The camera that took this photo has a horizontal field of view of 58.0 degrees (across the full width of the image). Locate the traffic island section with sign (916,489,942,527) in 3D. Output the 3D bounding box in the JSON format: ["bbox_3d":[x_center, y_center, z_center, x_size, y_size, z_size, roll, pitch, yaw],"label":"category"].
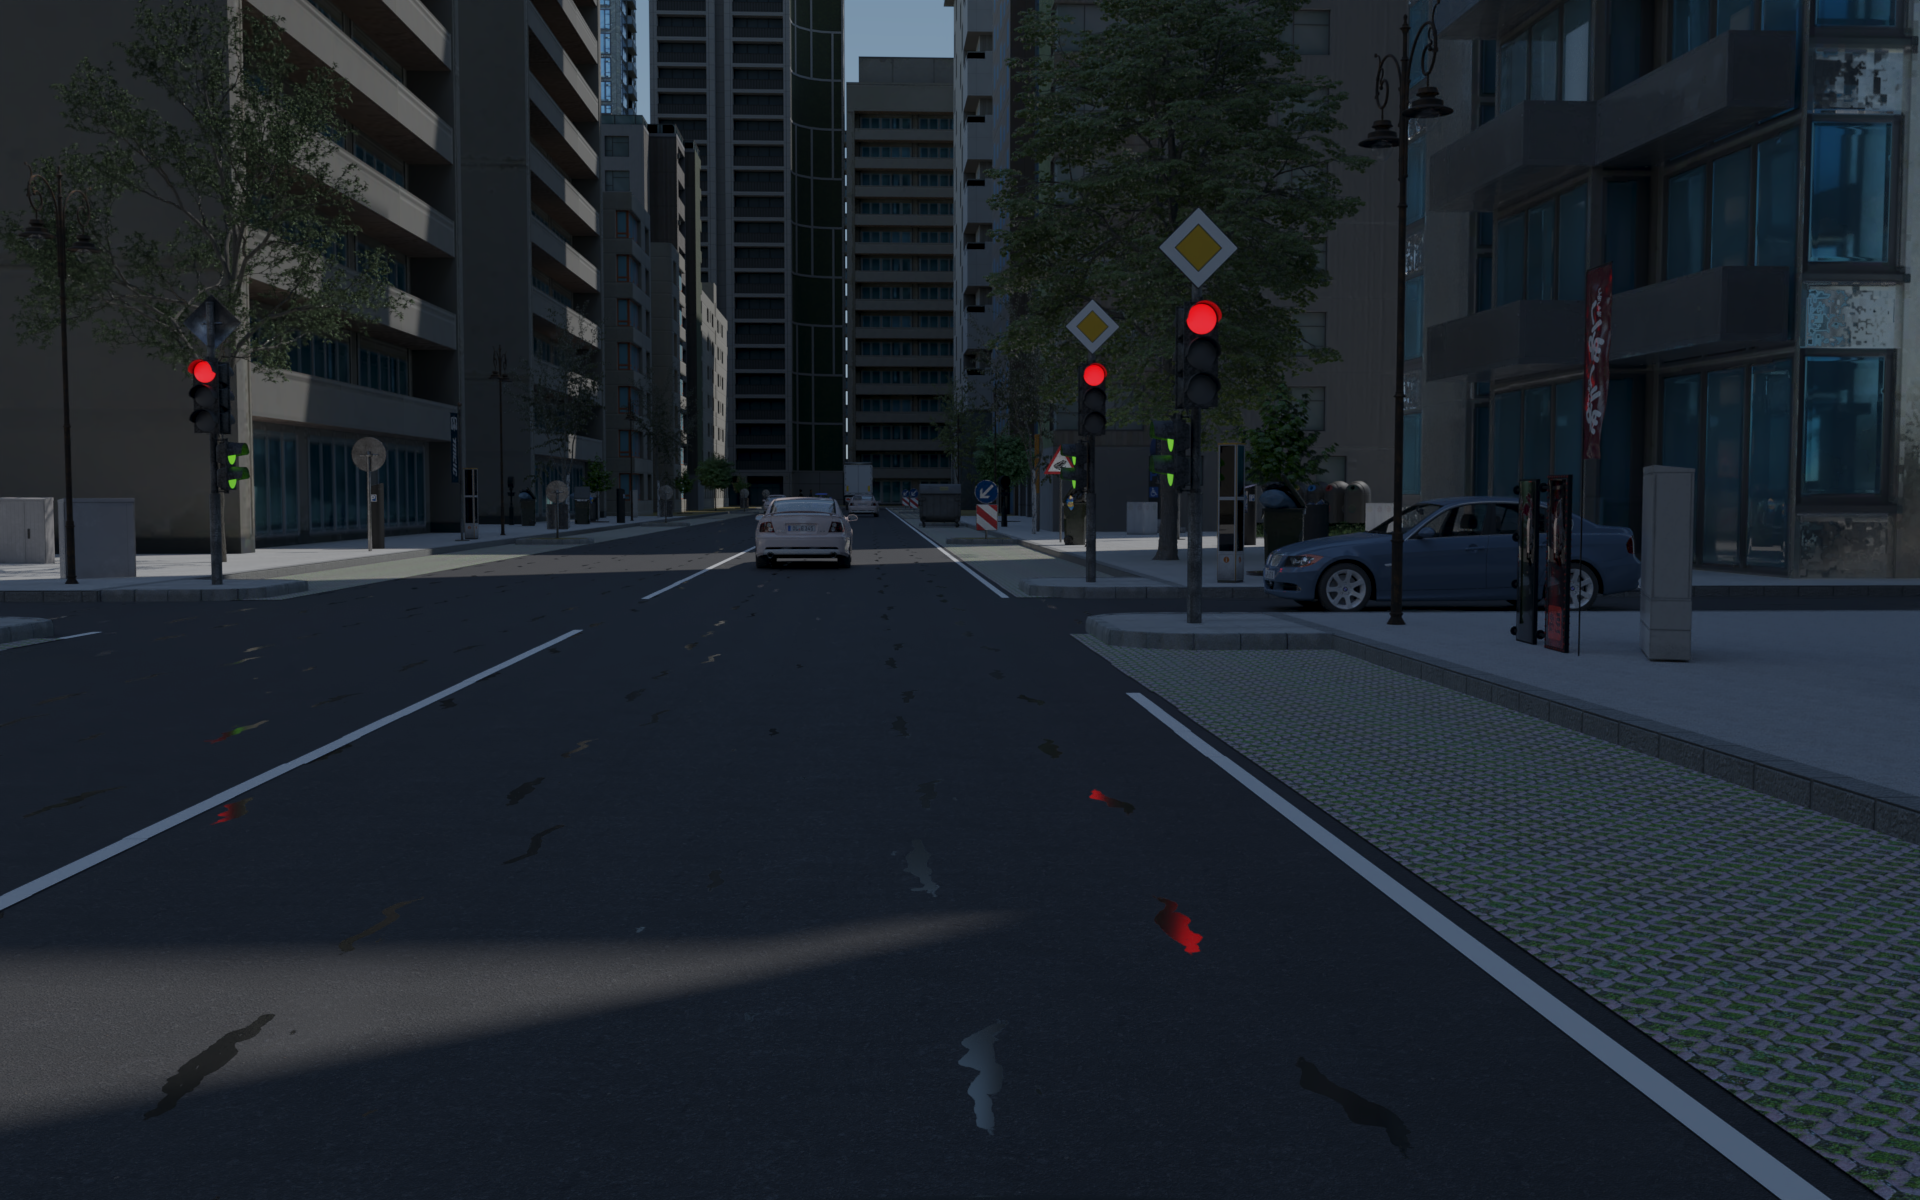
[{"bbox_3d":[-0.829,-4.170,76.815,1.989,1.847,2.006,0,4,-3],"label":"traffic island section with sign"}]

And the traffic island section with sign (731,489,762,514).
[{"bbox_3d":[-15.649,-7.190,126.182,1.989,1.847,2.006,0,4,-3],"label":"traffic island section with sign"}]

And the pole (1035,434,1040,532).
[{"bbox_3d":[2.637,-3.996,59.177,0.158,3.312,0.155,0,3,0],"label":"pole"}]

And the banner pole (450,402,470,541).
[{"bbox_3d":[-13.625,-3.482,46.951,0.401,3.779,0.863,0,4,8],"label":"banner pole"}]

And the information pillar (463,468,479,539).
[{"bbox_3d":[-13.836,-2.722,49.001,0.304,2.012,0.304,0,4,7],"label":"information pillar"}]

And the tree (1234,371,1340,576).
[{"bbox_3d":[5.190,-2.005,27.381,1.663,3.219,1.824,0,3,0],"label":"tree"}]

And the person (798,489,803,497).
[{"bbox_3d":[-14.103,-8.861,153.003,0.705,1.869,1.348,1,4,18],"label":"person"}]

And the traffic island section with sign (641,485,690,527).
[{"bbox_3d":[-13.015,-4.166,76.735,1.989,1.847,2.006,0,4,-3],"label":"traffic island section with sign"}]

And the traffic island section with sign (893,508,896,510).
[{"bbox_3d":[-4.955,-8.885,153.898,1.989,1.847,2.006,0,4,-3],"label":"traffic island section with sign"}]

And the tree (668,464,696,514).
[{"bbox_3d":[-17.958,-7.267,113.418,1.663,3.219,1.824,0,3,0],"label":"tree"}]

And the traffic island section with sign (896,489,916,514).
[{"bbox_3d":[-3.498,-7.230,126.839,1.989,1.847,2.006,0,4,-3],"label":"traffic island section with sign"}]

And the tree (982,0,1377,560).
[{"bbox_3d":[4.094,-7.075,33.809,7.486,12.596,7.792,0,3,0],"label":"tree"}]

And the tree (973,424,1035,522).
[{"bbox_3d":[2.060,-5.908,80.317,4.285,4.588,4.351,0,3,0],"label":"tree"}]

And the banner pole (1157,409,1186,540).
[{"bbox_3d":[5.916,-3.583,48.600,0.863,3.779,0.401,1,4,18],"label":"banner pole"}]

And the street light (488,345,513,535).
[{"bbox_3d":[-14.223,-4.949,53.709,0.468,5.910,1.993,0,4,-3],"label":"street light"}]

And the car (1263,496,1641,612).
[{"bbox_3d":[6.010,-0.573,21.377,4.499,1.417,2.014,0,4,-3],"label":"car"}]

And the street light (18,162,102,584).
[{"bbox_3d":[-12.680,-3.166,24.546,0.468,5.910,1.993,0,4,-3],"label":"street light"}]

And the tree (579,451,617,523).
[{"bbox_3d":[-16.503,-5.119,78.296,1.663,3.219,1.824,0,3,0],"label":"tree"}]

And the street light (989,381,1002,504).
[{"bbox_3d":[1.449,-6.008,71.023,0.468,5.910,1.993,0,4,-3],"label":"street light"}]

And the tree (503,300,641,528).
[{"bbox_3d":[-15.071,-7.061,65.812,4.360,8.622,3.978,0,3,0],"label":"tree"}]

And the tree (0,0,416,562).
[{"bbox_3d":[-14.056,-5.969,32.004,8.767,10.594,7.601,1,4,11],"label":"tree"}]

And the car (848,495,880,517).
[{"bbox_3d":[-6.044,-5.899,108.816,2.083,1.381,4.827,0,4,-2],"label":"car"}]

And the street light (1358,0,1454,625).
[{"bbox_3d":[4.291,-2.696,16.861,0.468,5.910,1.993,0,4,-3],"label":"street light"}]

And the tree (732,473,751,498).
[{"bbox_3d":[-19.897,-9.884,156.203,1.663,3.219,1.824,0,3,0],"label":"tree"}]

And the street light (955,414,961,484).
[{"bbox_3d":[-0.103,-7.774,99.890,0.468,5.910,1.993,0,4,-3],"label":"street light"}]

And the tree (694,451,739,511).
[{"bbox_3d":[-18.449,-9.024,131.249,4.285,4.588,4.351,0,3,0],"label":"tree"}]

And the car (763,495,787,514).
[{"bbox_3d":[-13.619,-7.125,128.856,2.083,1.381,4.827,0,4,-4],"label":"car"}]

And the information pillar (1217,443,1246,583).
[{"bbox_3d":[3.917,-1.256,25.030,0.304,2.012,0.304,2,4,33],"label":"information pillar"}]

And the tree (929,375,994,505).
[{"bbox_3d":[0.013,-9.545,106.426,4.737,8.622,4.395,0,3,0],"label":"tree"}]

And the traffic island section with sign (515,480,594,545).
[{"bbox_3d":[-11.560,-2.507,49.612,1.989,1.847,2.006,0,4,-3],"label":"traffic island section with sign"}]

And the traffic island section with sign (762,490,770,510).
[{"bbox_3d":[-17.100,-8.841,153.171,1.989,1.847,2.006,0,4,-3],"label":"traffic island section with sign"}]

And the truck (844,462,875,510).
[{"bbox_3d":[-9.199,-10.339,157.960,2.839,4.237,11.283,0,4,-3],"label":"truck"}]

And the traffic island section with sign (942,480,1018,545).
[{"bbox_3d":[0.604,-2.517,49.773,1.989,1.847,2.006,0,4,-3],"label":"traffic island section with sign"}]

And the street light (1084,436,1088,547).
[{"bbox_3d":[3.110,-4.225,41.871,0.468,5.910,1.993,0,4,-3],"label":"street light"}]

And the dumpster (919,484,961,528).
[{"bbox_3d":[-0.851,-4.012,73.805,1.865,1.857,1.264,0,4,-2],"label":"dumpster"}]

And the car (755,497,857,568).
[{"bbox_3d":[-3.111,-1.380,34.919,2.083,1.381,4.827,0,4,-3],"label":"car"}]

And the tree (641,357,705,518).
[{"bbox_3d":[-16.164,-8.790,94.077,4.360,8.622,3.978,0,3,0],"label":"tree"}]

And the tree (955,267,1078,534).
[{"bbox_3d":[2.197,-6.410,55.165,4.360,8.622,3.978,0,3,0],"label":"tree"}]

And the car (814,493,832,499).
[{"bbox_3d":[-12.824,-9.220,160.333,1.945,1.707,3.694,0,4,-1],"label":"car"}]

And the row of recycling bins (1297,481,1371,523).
[{"bbox_3d":[11.786,-2.963,55.564,1.069,1.692,3.534,-2,4,-32],"label":"row of recycling bins"}]

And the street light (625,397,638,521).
[{"bbox_3d":[-15.671,-6.714,82.567,0.468,5.910,1.993,0,4,-3],"label":"street light"}]

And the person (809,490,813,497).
[{"bbox_3d":[-12.596,-8.450,146.676,0.705,1.821,1.348,0,4,7],"label":"person"}]

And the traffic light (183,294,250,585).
[{"bbox_3d":[-10.507,-2.171,24.417,0.839,4.253,0.868,0,4,-3],"label":"traffic light"}]
